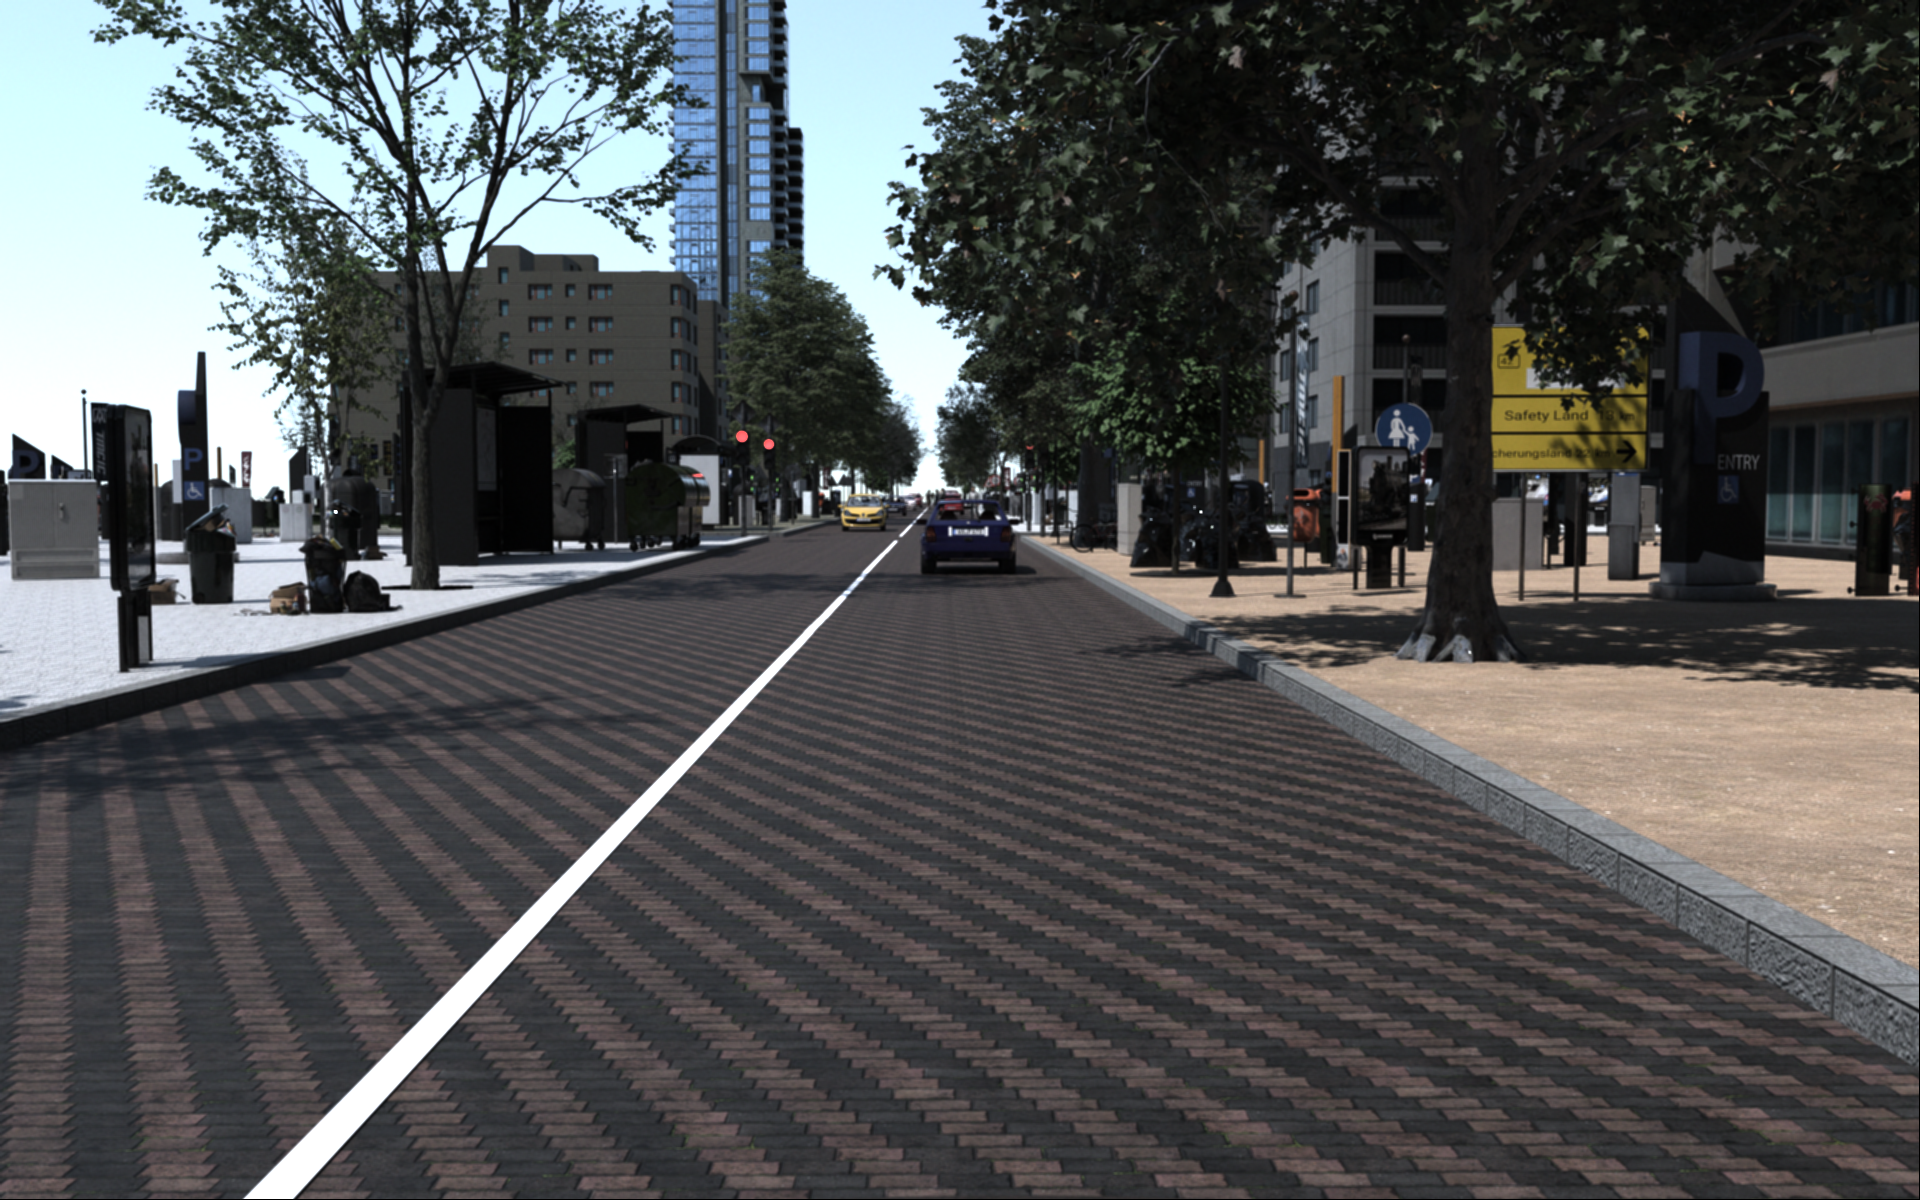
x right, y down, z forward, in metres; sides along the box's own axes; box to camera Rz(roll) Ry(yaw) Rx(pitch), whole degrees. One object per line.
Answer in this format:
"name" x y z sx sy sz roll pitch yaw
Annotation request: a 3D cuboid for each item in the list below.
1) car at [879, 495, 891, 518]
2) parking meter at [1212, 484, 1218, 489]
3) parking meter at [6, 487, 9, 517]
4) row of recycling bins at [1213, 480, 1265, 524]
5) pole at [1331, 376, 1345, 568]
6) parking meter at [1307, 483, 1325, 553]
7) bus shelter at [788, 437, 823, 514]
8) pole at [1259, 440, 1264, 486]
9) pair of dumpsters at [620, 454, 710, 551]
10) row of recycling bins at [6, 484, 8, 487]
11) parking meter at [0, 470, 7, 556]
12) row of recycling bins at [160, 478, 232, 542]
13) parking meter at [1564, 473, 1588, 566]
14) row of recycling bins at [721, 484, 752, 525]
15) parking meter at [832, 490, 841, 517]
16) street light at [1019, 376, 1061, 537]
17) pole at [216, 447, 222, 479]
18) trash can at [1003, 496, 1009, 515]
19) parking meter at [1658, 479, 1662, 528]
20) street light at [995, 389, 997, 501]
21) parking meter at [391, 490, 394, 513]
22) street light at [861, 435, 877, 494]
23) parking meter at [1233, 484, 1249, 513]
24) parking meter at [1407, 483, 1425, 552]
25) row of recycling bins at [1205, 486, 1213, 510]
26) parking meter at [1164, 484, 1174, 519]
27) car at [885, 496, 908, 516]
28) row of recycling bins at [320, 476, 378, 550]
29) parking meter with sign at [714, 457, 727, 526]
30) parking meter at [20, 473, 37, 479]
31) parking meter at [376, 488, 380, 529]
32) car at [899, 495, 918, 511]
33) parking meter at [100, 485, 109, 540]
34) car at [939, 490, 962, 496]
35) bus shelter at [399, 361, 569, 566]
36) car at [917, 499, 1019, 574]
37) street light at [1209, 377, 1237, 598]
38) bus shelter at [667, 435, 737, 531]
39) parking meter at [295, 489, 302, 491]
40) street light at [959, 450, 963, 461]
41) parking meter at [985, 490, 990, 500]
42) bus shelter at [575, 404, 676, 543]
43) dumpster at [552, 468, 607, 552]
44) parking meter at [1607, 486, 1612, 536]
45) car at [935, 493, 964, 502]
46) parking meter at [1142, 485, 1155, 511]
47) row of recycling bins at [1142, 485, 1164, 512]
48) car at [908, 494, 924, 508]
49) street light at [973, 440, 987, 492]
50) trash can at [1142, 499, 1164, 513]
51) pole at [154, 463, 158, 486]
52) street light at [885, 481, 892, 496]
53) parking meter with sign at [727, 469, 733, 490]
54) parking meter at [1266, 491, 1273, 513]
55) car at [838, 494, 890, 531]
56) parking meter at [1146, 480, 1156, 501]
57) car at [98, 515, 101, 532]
"car" -5.154 -5.598 103.531 2.014 1.417 4.499 0 4 -2
"parking meter" 14.800 -5.804 100.612 0.399 1.863 0.255 1 4 23
"parking meter" -27.726 -2.570 50.427 0.372 1.533 0.369 0 3 0
"row of recycling bins" 8.264 -2.661 50.627 1.069 1.692 3.534 0 4 0
"pole" 6.537 -2.210 29.971 0.158 3.312 0.155 0 3 0
"parking meter" 7.791 -1.805 37.929 0.372 1.533 0.369 0 3 0
"bus shelter" -10.694 -8.589 118.065 2.179 5.291 8.768 0 4 -1
"pole" 11.405 -4.382 65.492 0.158 3.312 0.155 0 3 0
"pair of dumpsters" -6.907 -2.336 40.685 1.574 2.255 4.437 0 4 -1
"row of recycling bins" -53.453 -5.563 98.062 1.069 1.692 3.534 2 4 34
"parking meter" -20.043 -1.852 35.985 0.399 1.863 0.255 0 4 -3
"row of recycling bins" -20.643 -2.425 46.765 1.069 1.692 3.534 -3 5 -44
"parking meter" 10.958 -1.534 30.795 0.399 1.863 0.255 -3 5 -40
"row of recycling bins" -10.267 -3.914 71.113 3.534 1.692 1.069 0 4 2
"parking meter" -6.886 -5.449 97.495 0.372 1.533 0.369 0 3 0
"street light" 2.300 -4.830 51.504 1.470 5.913 1.316 0 4 -1
"pole" -31.886 -4.939 74.600 0.158 3.312 0.155 0 3 0
"trash can" 2.912 -5.922 108.478 0.748 1.137 0.748 0 3 0
"parking meter" 26.752 -3.671 65.729 0.255 1.863 0.399 -2 4 -33
"street light" 2.155 -6.299 75.531 1.470 5.913 1.316 0 4 -1
"parking meter" -30.837 -5.266 94.511 0.372 1.533 0.369 0 3 0
"street light" -7.225 -10.009 136.186 1.470 5.913 1.316 0 4 -1
"parking meter" 6.841 -2.064 42.161 0.372 1.533 0.369 0 3 0
"parking meter" 10.218 -1.858 38.789 0.372 1.533 0.369 0 3 0
"row of recycling bins" 15.551 -5.853 102.805 3.534 1.692 1.069 2 4 24
"parking meter" 5.361 -2.170 43.885 0.372 1.533 0.369 0 3 0
"car" -4.371 -6.181 113.643 1.945 1.354 3.894 0 4 -1
"row of recycling bins" -14.573 -2.079 41.103 1.069 1.692 3.534 -2 4 -27
"parking meter with sign" -10.125 -4.430 68.695 0.543 3.016 1.738 2 4 30
"parking meter" -25.568 -2.562 47.596 0.255 1.863 0.399 2 4 26
"parking meter" -21.414 -3.361 63.355 0.372 1.533 0.369 0 3 0
"car" -4.725 -8.471 150.866 2.083 1.381 4.827 0 4 -1
"parking meter" -23.973 -2.466 48.732 0.372 1.533 0.369 0 3 0
"car" -0.932 -9.804 168.974 2.281 1.827 5.304 0 4 0
"bus shelter" -9.121 -2.598 33.757 1.731 3.624 6.357 0 4 -1
"car" 0.148 -1.212 32.395 1.945 1.354 3.894 0 3 0
"street light" 2.740 -2.992 21.456 1.470 5.913 1.316 0 4 -1
"bus shelter" -9.023 -4.161 61.949 2.014 3.302 5.546 0 4 -1
"parking meter" -34.959 -5.083 91.516 0.372 1.533 0.369 0 3 0
"street light" 0.901 -12.750 181.000 1.470 5.913 1.316 0 4 -1
"parking meter" 1.848 -6.648 117.109 0.372 1.533 0.369 0 3 0
"bus shelter" -9.254 -3.490 48.341 1.731 3.624 6.357 0 4 -1
"dumpster" -8.788 -2.048 39.248 1.264 1.857 1.865 0 4 -1
"parking meter" 19.822 -2.697 52.508 0.372 1.533 0.369 0 3 0
"car" -0.625 -6.694 118.494 2.155 1.783 4.494 0 4 -1
"parking meter" 5.299 -2.469 48.783 0.372 1.533 0.369 0 3 0
"row of recycling bins" 9.636 -4.488 80.495 3.534 1.692 1.069 -3 5 -40
"car" -4.858 -10.604 182.413 2.155 1.783 4.494 0 4 0
"street light" 1.648 -8.107 105.086 1.470 5.913 1.316 0 4 -1
"trash can" 5.288 -2.201 47.641 0.748 1.137 0.748 0 3 0
"pole" -53.218 -7.393 114.717 0.158 3.312 0.155 0 3 0
"street light" -7.563 -11.865 166.531 1.470 5.913 1.316 0 4 -1
"parking meter with sign" -16.607 -7.680 121.836 0.543 3.016 1.738 1 4 18
"parking meter" 18.025 -5.651 100.798 0.372 1.533 0.369 0 3 0
"car" -3.748 -3.522 67.813 2.015 1.641 3.980 0 4 -2
"parking meter" 8.133 -4.164 73.791 0.399 1.863 0.255 -2 4 -25
"car" -29.851 -2.657 56.018 3.894 1.354 1.945 0 3 0
